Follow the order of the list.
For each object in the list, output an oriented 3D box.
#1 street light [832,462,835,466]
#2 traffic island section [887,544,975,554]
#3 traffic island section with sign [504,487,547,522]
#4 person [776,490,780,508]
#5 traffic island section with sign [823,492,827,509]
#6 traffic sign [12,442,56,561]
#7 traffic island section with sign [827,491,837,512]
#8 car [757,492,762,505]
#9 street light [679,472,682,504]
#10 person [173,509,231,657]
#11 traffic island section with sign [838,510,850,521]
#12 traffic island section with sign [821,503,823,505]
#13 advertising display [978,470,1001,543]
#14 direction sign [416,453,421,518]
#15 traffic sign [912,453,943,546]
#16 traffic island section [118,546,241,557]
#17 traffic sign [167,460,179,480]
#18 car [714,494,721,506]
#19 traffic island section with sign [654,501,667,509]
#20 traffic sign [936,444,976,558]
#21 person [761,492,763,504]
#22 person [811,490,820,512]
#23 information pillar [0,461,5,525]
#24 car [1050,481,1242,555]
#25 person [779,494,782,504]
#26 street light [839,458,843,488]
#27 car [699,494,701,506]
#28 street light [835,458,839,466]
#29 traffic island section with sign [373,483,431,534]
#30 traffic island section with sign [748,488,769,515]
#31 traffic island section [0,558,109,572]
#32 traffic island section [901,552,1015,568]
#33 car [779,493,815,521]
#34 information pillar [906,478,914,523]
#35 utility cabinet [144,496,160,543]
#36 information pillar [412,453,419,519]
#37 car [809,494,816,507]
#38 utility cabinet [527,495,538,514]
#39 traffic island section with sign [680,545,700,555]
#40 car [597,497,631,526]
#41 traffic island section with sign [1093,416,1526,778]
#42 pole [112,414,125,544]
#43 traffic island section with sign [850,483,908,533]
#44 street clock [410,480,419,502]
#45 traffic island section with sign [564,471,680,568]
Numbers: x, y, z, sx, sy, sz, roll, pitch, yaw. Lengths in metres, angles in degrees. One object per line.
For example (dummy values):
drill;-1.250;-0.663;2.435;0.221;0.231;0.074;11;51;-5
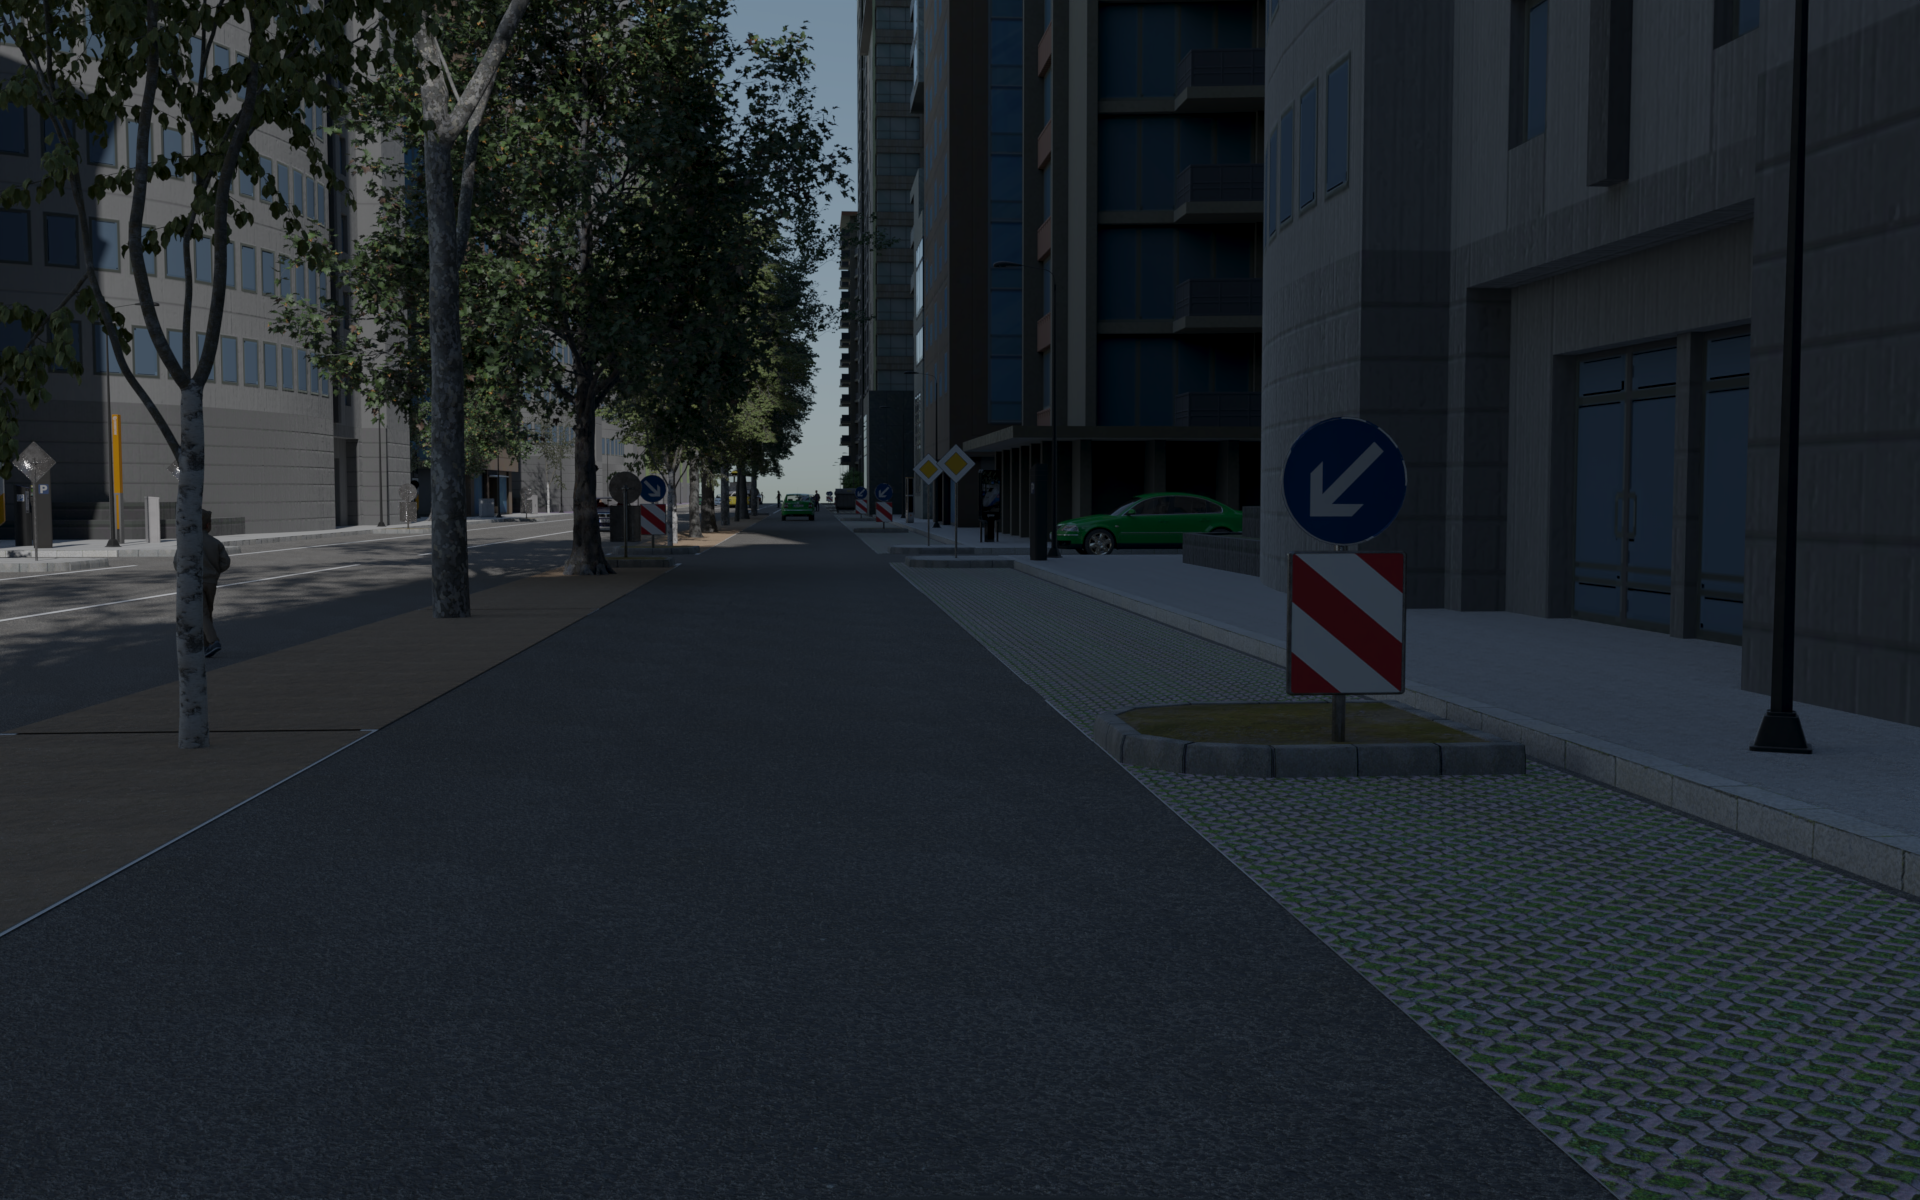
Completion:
street light;-19.648;-18.578;276.283;1.470;5.913;1.316;0;4;-5
traffic island section;-0.751;-1.249;42.704;2.009;0.180;2.903;0;4;-5
traffic island section with sign;-22.761;-5.029;90.849;1.989;1.847;2.006;0;4;-5
person;-18.969;-10.525;180.589;0.705;1.822;1.348;-1;4;-20
traffic island section with sign;-12.072;-9.809;169.009;1.989;1.847;2.006;0;4;-5
traffic sign;-17.711;-1.805;33.162;0.795;2.450;0.064;0;4;-5
traffic island section with sign;-9.734;-8.167;142.155;1.989;1.847;2.006;0;4;-5
car;-27.949;-13.858;235.245;2.281;1.827;5.304;0;4;-5
street light;-35.994;-15.520;226.298;1.470;5.913;1.316;0;4;-5
person;-6.692;-0.153;15.276;0.640;1.303;0.475;3;5;40
traffic island section with sign;-5.369;-5.092;91.881;1.989;1.847;2.006;0;4;-5
traffic island section with sign;-16.883;-13.187;224.238;1.989;1.847;2.006;0;4;-5
advertising display;0.785;-2.505;46.171;0.123;1.923;0.974;2;4;32
direction sign;-28.635;-6.074;91.314;0.379;3.537;0.876;-1;4;-13
traffic sign;-0.774;-2.384;42.625;0.795;2.450;0.064;0;4;-5
traffic island section;-18.426;-1.156;41.177;2.009;0.180;2.903;0;4;-5
traffic sign;-18.404;-2.292;41.117;0.795;2.450;0.064;0;4;-5
car;-28.514;-11.960;207.544;2.014;1.417;4.499;0;4;-7
traffic island section with sign;-29.439;-9.720;167.556;1.989;1.847;2.006;0;4;-5
traffic sign;-0.082;-1.898;34.670;0.795;2.450;0.064;0;4;-5
person;-27.481;-14.193;241.240;0.721;1.739;1.217;-2;4;-32
person;-11.856;-8.119;141.778;0.750;1.759;0.617;-3;4;-37
information pillar;-25.169;-3.286;45.073;0.504;3.616;0.183;-1;4;-9
car;4.403;-1.872;39.406;4.718;1.807;1.959;0;4;-6
person;-26.973;-15.288;258.536;0.705;1.814;1.350;-3;5;-41
street light;-12.428;-13.510;193.424;1.470;5.913;1.316;0;4;-5
car;-27.842;-10.755;187.642;2.131;1.459;4.920;0;4;-3
street light;-15.136;-15.395;224.256;1.470;5.913;1.316;0;4;-5
traffic island section with sign;-20.404;-3.375;63.817;1.989;1.847;2.006;0;4;-5
traffic island section with sign;-13.874;-6.637;116.648;2.006;1.907;1.989;0;4;-5
traffic island section;-17.734;-0.669;33.221;2.009;0.180;2.903;0;4;-5
traffic island section;-0.059;-0.763;34.749;2.009;0.180;2.903;0;4;-5
car;-8.859;-5.236;94.401;1.959;1.807;4.718;0;4;-6
information pillar;-2.227;-4.426;76.864;0.304;2.012;0.304;-1;4;-18
utility cabinet;-21.451;-2.132;46.021;0.306;1.237;1.020;-2;4;-29
information pillar;-28.475;-6.067;90.542;0.183;3.616;0.504;1;4;10
car;-16.694;-10.922;190.583;2.014;1.417;4.499;0;4;-5
utility cabinet;-27.152;-6.036;109.854;0.306;1.237;1.020;1;4;14
traffic island section with sign;-7.351;-2.058;41.792;2.006;1.907;1.989;0;4;-5
car;-13.575;-3.341;67.203;1.945;1.354;3.894;0;4;-7
traffic island section with sign;1.801;-0.062;9.647;1.989;1.847;2.006;0;4;-5
pole;-21.609;-3.096;44.460;0.158;3.312;0.155;0;3;0
traffic island section with sign;-2.972;-3.416;64.485;1.989;1.847;2.006;0;4;-5
street clock;-28.043;-5.168;89.063;0.471;2.002;0.358;-1;4;-20
traffic island section with sign;-6.718;-1.607;34.411;2.006;1.907;1.989;0;4;-5
